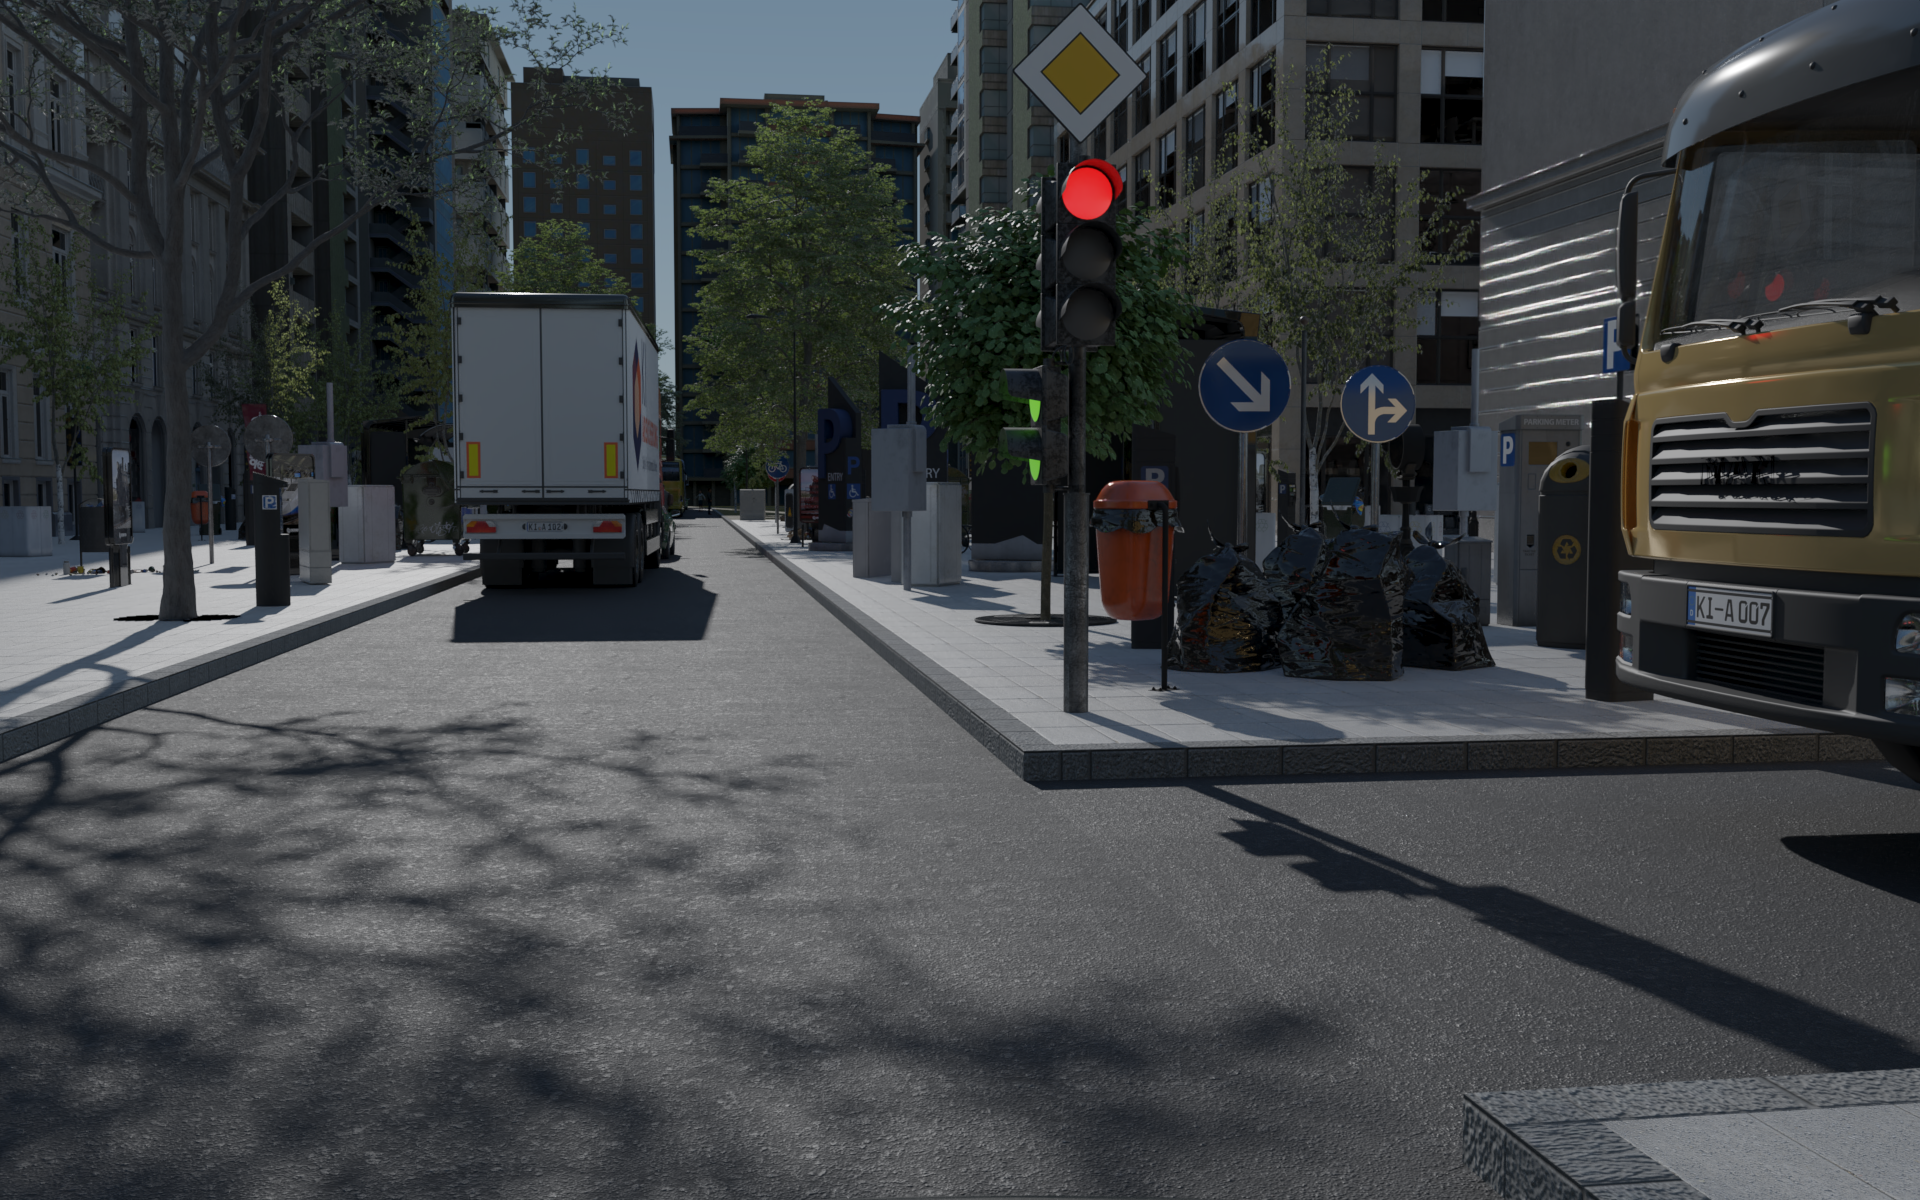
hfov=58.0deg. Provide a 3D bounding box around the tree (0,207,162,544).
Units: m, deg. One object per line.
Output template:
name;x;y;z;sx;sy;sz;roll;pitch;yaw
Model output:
tree;-22.658;-5.722;43.923;4.737;8.622;4.395;0;3;0

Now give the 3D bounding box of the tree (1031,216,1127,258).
tree;2.739;-5.771;44.714;4.737;8.622;4.395;0;3;0

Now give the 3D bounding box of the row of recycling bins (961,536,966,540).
row of recycling bins;-1.141;-2.591;49.468;1.069;1.692;3.534;-3;5;-41

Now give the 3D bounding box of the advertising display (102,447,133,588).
advertising display;-11.693;-1.153;24.068;0.123;1.923;0.974;-1;4;-11

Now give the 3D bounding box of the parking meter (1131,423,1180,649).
parking meter;1.625;-0.530;14.382;0.399;1.863;0.255;0;4;6

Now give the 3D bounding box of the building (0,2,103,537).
building;-32.372;-15.818;44.523;13.634;28.700;20.117;-1;4;-9

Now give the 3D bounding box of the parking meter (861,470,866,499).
parking meter;-2.413;-2.201;41.702;0.255;1.863;0.399;-1;4;-12

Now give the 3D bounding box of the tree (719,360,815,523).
tree;-8.407;-7.757;77.196;4.737;8.622;4.395;0;3;0

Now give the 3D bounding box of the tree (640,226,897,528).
tree;-6.024;-8.553;65.589;9.928;11.665;9.643;0;3;0

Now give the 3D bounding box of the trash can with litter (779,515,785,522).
trash can with litter;-7.949;-4.232;80.585;1.055;1.170;0.624;1;4;13

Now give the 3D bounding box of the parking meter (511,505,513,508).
parking meter;-17.810;-3.674;68.485;0.372;1.533;0.369;0;3;0

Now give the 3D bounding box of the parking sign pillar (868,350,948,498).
parking sign pillar;-0.874;-2.683;32.346;1.447;3.967;1.447;0;4;3

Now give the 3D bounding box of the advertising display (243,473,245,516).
advertising display;-20.714;-2.818;51.287;0.974;1.923;0.123;0;4;2

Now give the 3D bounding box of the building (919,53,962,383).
building;6.416;-34.989;195.775;21.600;48.544;21.300;-1;4;-9

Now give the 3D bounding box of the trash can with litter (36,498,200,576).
trash can with litter;-13.538;-1.034;27.962;2.233;1.210;1.678;-1;4;-12

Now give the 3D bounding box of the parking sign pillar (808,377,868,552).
parking sign pillar;-2.729;-3.104;39.230;1.447;3.967;1.447;-2;4;-33

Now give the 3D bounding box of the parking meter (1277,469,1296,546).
parking meter;7.560;-2.102;40.078;0.255;1.863;0.399;-2;4;-35

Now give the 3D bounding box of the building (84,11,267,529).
building;-36.321;-13.739;66.430;13.314;21.916;24.055;-1;4;-9

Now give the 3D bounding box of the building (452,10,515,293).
building;-61.576;-36.703;189.327;27.495;52.752;28.713;-1;4;-9

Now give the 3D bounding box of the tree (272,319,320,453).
tree;-23.238;-7.101;66.456;4.737;8.622;4.395;0;3;0

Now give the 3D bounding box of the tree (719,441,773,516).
tree;-12.062;-7.295;102.994;4.285;4.588;4.351;0;3;0

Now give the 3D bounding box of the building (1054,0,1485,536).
building;16.724;-16.289;70.835;19.350;26.468;34.151;-1;4;-9

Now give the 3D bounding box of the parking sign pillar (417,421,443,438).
parking sign pillar;-19.623;-4.600;63.688;1.447;3.967;1.447;-1;4;-10

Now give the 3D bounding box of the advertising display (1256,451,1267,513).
advertising display;4.147;-1.256;25.745;0.974;1.923;0.123;-2;4;-32

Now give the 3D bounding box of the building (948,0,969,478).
building;7.599;-50.121;132.153;22.319;86.520;31.000;-1;4;-9

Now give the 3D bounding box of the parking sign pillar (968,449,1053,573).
parking sign pillar;0.862;-2.471;28.870;1.447;3.967;1.447;1;4;22

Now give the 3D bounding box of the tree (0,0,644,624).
tree;-7.855;-6.543;17.346;12.009;13.543;11.850;0;3;0

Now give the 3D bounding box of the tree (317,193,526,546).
tree;-12.512;-5.668;43.036;4.737;8.622;4.395;0;3;0

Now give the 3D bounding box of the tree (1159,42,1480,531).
tree;6.045;-4.792;28.716;4.360;8.622;3.978;0;3;0

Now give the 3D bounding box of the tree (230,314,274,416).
tree;-27.613;-7.390;71.181;4.737;8.622;4.395;0;3;0

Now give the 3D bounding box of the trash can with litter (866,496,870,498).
trash can with litter;-2.799;-2.583;53.296;1.678;1.210;2.233;-2;4;-28

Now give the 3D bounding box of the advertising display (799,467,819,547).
advertising display;-3.379;-2.229;41.663;0.974;1.923;0.123;1;4;10

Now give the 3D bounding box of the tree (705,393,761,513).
tree;-15.228;-10.211;117.314;4.360;8.622;3.978;0;3;0

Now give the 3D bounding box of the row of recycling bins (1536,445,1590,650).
row of recycling bins;5.654;-0.379;13.312;1.069;1.692;3.534;-1;4;-13

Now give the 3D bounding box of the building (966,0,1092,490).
building;7.214;-26.103;110.382;14.154;41.232;14.086;-1;4;-9

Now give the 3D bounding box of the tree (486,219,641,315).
tree;-16.883;-9.426;72.247;7.486;12.596;7.792;0;3;0

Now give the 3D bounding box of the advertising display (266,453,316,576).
advertising display;-10.534;-1.352;27.318;0.123;1.923;0.974;1;4;20

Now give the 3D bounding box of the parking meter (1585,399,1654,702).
parking meter;4.137;-0.310;10.783;0.399;1.863;0.255;-1;4;-21

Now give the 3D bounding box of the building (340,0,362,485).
building;-45.157;-40.624;102.461;20.563;71.187;20.611;-1;4;-9

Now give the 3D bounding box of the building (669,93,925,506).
building;-19.126;-32.904;192.601;28.867;44.769;22.147;-1;4;-9

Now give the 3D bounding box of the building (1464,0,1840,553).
building;23.840;-11.764;34.138;24.055;21.916;13.314;-1;4;-9

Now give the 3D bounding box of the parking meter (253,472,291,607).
parking meter;-7.889;-0.700;19.858;0.372;1.533;0.369;0;3;0

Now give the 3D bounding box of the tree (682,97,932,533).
tree;-4.246;-8.080;50.227;7.486;12.596;7.792;0;3;0

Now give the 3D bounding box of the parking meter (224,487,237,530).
parking meter;-25.863;-3.241;61.403;0.372;1.533;0.369;0;3;0

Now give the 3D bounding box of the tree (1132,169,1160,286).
tree;5.547;-5.275;36.608;4.360;8.622;3.978;0;3;0

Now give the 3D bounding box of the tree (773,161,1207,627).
tree;0.785;-2.051;17.241;4.285;4.588;4.351;0;3;0

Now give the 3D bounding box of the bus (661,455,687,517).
bus;-18.681;-7.187;109.046;2.896;3.916;12.252;-1;4;-8

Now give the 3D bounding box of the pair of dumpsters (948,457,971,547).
pair of dumpsters;-0.694;-2.524;43.763;1.574;2.255;4.437;-1;4;-9

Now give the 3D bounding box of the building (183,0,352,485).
building;-39.447;-19.287;87.049;14.160;30.474;14.107;-1;4;-9

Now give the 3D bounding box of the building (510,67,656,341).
building;-39.947;-32.779;186.055;14.200;45.320;14.600;-1;4;-9

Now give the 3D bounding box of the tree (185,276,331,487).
tree;-23.205;-6.557;57.573;4.360;8.622;3.978;0;3;0

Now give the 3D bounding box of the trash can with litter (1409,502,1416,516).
trash can with litter;13.420;-2.434;50.848;1.678;1.210;2.233;2;4;25

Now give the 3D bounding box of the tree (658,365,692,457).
tree;-27.512;-14.684;146.745;9.857;13.997;8.962;0;3;0

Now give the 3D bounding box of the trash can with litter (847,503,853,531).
trash can with litter;-2.139;-1.596;37.485;0.624;1.170;1.055;0;4;-5

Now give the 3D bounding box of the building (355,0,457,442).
building;-47.290;-29.604;134.133;14.200;45.320;14.600;-1;4;-9

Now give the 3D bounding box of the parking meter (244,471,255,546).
parking meter;-17.602;-2.293;43.203;0.399;1.863;0.255;-3;5;-41
